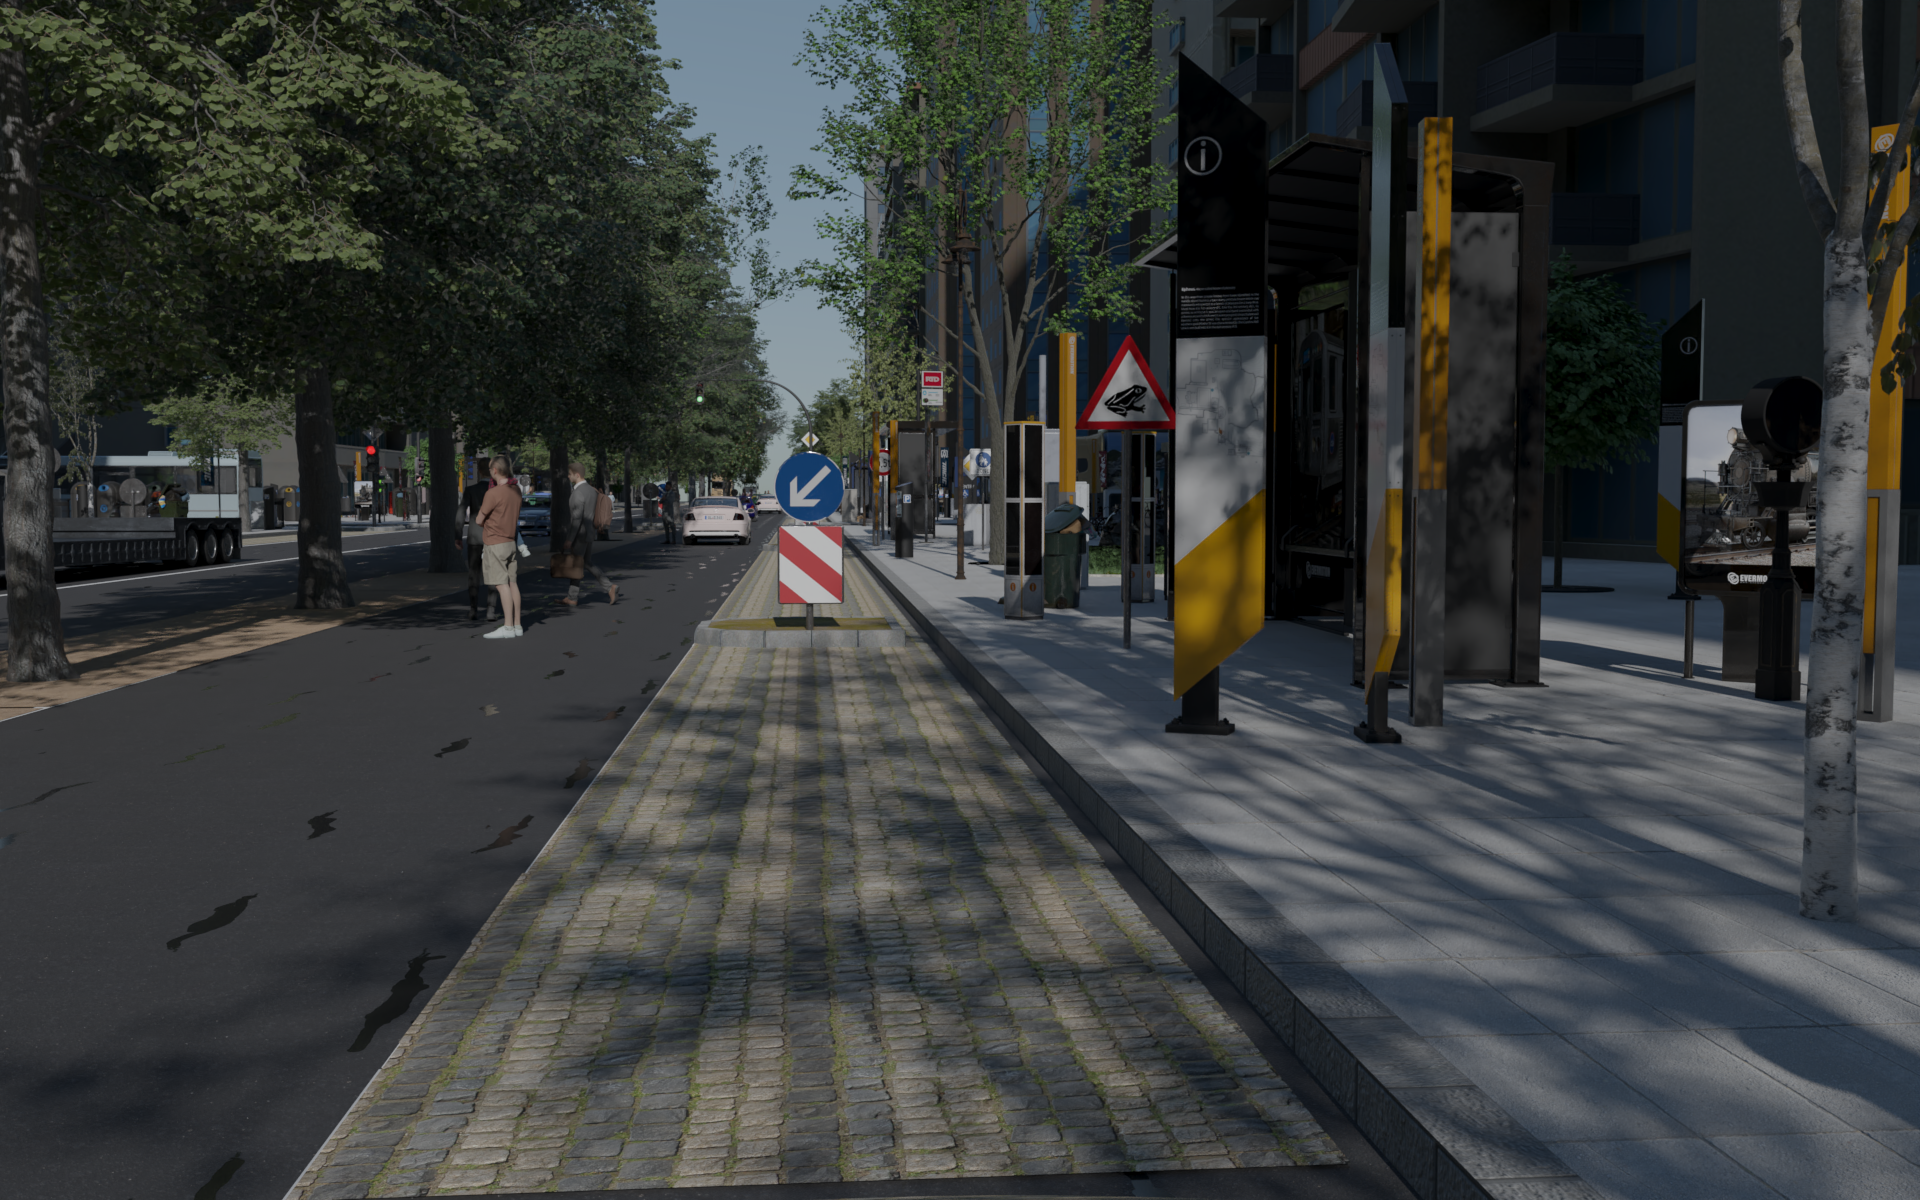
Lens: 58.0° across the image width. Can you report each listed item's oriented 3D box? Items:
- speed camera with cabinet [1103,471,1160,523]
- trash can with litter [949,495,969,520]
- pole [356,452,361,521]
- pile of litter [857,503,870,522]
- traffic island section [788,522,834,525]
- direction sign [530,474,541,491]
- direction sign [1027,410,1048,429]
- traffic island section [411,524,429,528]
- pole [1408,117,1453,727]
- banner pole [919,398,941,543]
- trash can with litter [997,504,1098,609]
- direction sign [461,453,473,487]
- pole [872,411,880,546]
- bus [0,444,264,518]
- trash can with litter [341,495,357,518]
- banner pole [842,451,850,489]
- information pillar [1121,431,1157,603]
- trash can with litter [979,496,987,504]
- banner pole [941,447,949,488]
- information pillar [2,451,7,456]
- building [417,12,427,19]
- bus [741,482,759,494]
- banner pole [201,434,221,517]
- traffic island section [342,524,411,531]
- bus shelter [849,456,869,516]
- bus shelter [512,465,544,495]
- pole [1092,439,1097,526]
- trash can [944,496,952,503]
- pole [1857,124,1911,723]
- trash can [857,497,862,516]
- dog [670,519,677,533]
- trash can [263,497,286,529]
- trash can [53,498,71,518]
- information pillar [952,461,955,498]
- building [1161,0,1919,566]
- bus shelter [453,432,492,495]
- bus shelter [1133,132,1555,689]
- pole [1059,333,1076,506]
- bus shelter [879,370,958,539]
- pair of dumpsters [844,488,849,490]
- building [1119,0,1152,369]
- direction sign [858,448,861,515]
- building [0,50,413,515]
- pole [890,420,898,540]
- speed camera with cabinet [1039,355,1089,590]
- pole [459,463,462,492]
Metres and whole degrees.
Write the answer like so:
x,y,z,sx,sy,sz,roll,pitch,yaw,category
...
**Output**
x,y,z,sx,sy,sz,roll,pitch,yaw,category
6.407,-4.302,64.672,2.038,3.252,0.660,0,4,-3,speed camera with cabinet
0.562,-4.648,87.054,2.233,1.210,1.678,0,4,-3,trash can with litter
-29.123,-5.509,83.921,0.158,3.312,0.155,0,3,0,pole
-4.528,-4.563,88.573,1.176,0.858,1.719,-1,4,-19,pile of litter
-6.615,-3.342,76.914,2.009,0.180,2.903,0,4,-5,traffic island section
-33.337,-8.810,136.043,0.876,3.537,0.379,0,4,1,direction sign
2.099,-3.376,47.203,0.379,3.537,0.876,-3,4,-37,direction sign
-23.539,-3.249,75.409,2.009,0.180,2.903,0,4,-5,traffic island section
2.588,-0.959,9.530,0.158,3.312,0.155,0,3,0,pole
-0.839,-3.363,44.998,0.401,3.779,0.863,-1,4,-11,banner pole
0.972,-0.484,19.297,1.055,1.170,0.624,-3,5,-40,trash can with litter
-27.041,-6.293,94.883,0.379,3.537,0.876,3,4,38,direction sign
-2.076,-2.994,42.799,0.158,3.312,0.155,0,3,0,pole
-35.743,-4.653,70.940,13.247,3.499,2.948,0,4,-4,bus
-33.146,-5.102,94.483,2.233,1.210,1.678,0,4,1,trash can with litter
-6.557,-6.754,100.438,0.401,3.779,0.863,-3,5,-44,banner pole
2.107,-0.976,20.450,0.304,2.012,0.304,3,4,36,information pillar
1.413,-4.391,83.173,1.055,1.170,0.624,0,4,6,trash can with litter
-0.861,-5.579,81.237,0.863,3.779,0.401,-2,4,-33,banner pole
-50.385,-6.120,91.420,0.183,3.616,0.504,2,4,30,information pillar
-44.403,-27.583,134.581,14.154,41.232,14.086,0,4,-5,building
-35.919,-18.673,296.848,2.896,3.916,12.252,0,4,-5,bus
-28.011,-4.579,64.882,0.863,3.779,0.401,-1,4,-22,banner pole
-22.827,-2.763,67.456,2.009,0.180,2.903,0,4,-5,traffic island section
-4.853,-6.068,93.127,2.014,3.302,5.546,0,4,-5,bus shelter
-31.198,-7.962,124.109,2.014,3.302,5.546,0,4,-5,bus shelter
4.958,-4.282,63.860,0.158,3.312,0.155,0,3,0,pole
-0.941,-7.566,135.361,0.748,1.137,0.748,0,3,0,trash can
5.171,-0.971,9.717,0.158,3.312,0.155,0,3,0,pole
-5.137,-4.434,84.146,0.748,1.137,0.748,0,3,0,trash can
-10.696,-2.770,64.571,0.406,0.507,0.540,-3,4,-38,dog
-24.937,-3.145,63.072,0.748,1.137,0.748,0,3,0,trash can
-29.499,-2.758,56.744,0.748,1.137,0.748,0,3,0,trash can
-0.451,-8.074,123.371,0.183,3.616,0.504,1,4,14,information pillar
18.718,-23.800,43.757,22.147,44.769,28.867,0,4,-5,building
-28.491,-7.514,100.482,2.179,5.291,8.768,0,4,-5,bus shelter
2.860,-1.418,14.471,1.731,3.624,6.357,0,4,-5,bus shelter
1.368,-1.725,22.044,0.158,3.312,0.155,0,3,0,pole
-1.396,-4.656,53.756,2.179,5.291,8.768,0,4,-5,bus shelter
-7.297,-6.879,114.960,1.574,2.255,4.437,0,4,-5,pair of dumpsters
8.960,-28.505,116.171,14.600,45.320,14.200,0,4,-5,building
-4.925,-5.707,85.304,0.379,3.537,0.876,0,4,4,direction sign
-47.270,-29.509,106.179,21.300,48.544,21.600,0,4,-5,building
-1.820,-3.306,47.902,0.158,3.312,0.155,0,3,0,pole
1.397,-1.820,24.090,0.660,3.252,2.038,0,4,-3,speed camera with cabinet
-26.875,-6.080,93.243,0.158,3.312,0.155,0,3,0,pole
